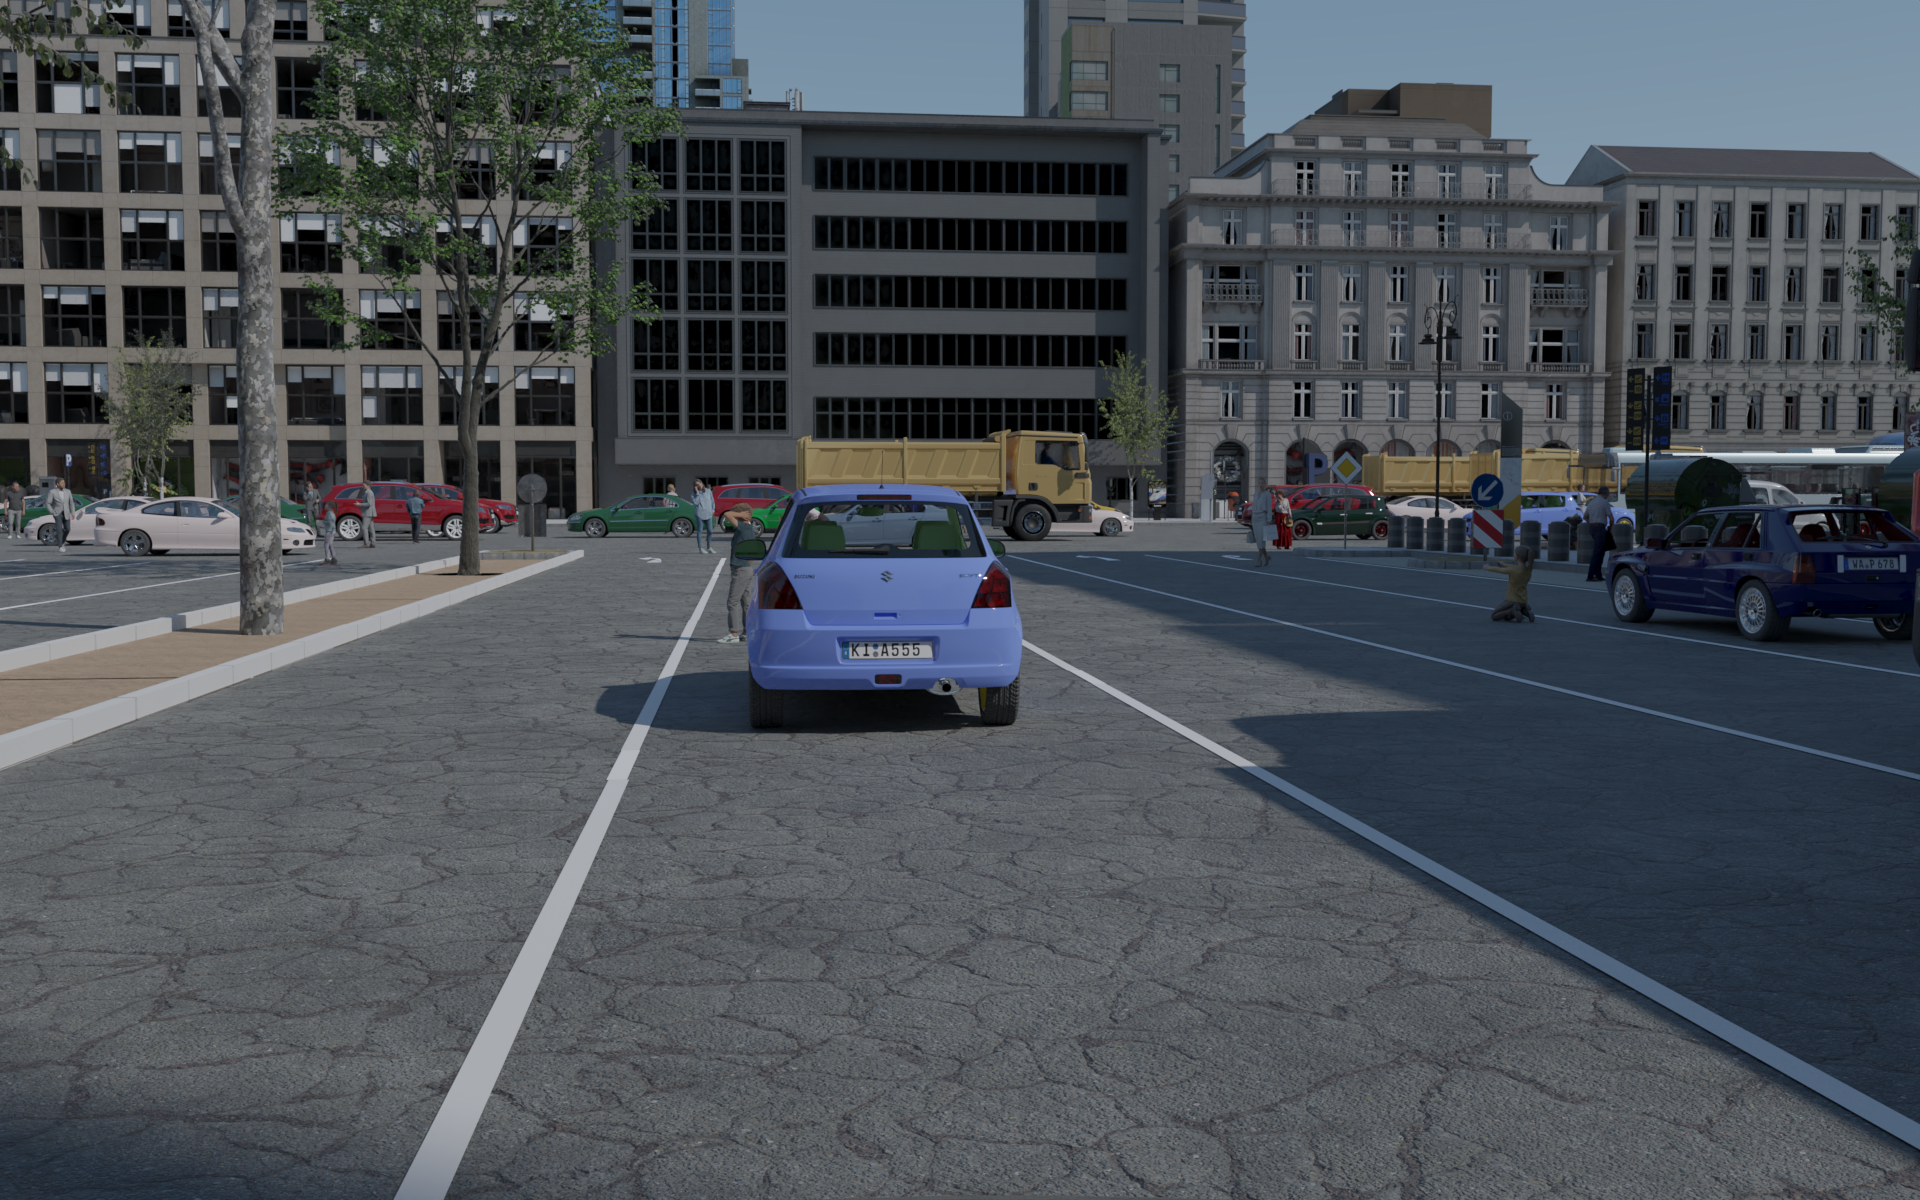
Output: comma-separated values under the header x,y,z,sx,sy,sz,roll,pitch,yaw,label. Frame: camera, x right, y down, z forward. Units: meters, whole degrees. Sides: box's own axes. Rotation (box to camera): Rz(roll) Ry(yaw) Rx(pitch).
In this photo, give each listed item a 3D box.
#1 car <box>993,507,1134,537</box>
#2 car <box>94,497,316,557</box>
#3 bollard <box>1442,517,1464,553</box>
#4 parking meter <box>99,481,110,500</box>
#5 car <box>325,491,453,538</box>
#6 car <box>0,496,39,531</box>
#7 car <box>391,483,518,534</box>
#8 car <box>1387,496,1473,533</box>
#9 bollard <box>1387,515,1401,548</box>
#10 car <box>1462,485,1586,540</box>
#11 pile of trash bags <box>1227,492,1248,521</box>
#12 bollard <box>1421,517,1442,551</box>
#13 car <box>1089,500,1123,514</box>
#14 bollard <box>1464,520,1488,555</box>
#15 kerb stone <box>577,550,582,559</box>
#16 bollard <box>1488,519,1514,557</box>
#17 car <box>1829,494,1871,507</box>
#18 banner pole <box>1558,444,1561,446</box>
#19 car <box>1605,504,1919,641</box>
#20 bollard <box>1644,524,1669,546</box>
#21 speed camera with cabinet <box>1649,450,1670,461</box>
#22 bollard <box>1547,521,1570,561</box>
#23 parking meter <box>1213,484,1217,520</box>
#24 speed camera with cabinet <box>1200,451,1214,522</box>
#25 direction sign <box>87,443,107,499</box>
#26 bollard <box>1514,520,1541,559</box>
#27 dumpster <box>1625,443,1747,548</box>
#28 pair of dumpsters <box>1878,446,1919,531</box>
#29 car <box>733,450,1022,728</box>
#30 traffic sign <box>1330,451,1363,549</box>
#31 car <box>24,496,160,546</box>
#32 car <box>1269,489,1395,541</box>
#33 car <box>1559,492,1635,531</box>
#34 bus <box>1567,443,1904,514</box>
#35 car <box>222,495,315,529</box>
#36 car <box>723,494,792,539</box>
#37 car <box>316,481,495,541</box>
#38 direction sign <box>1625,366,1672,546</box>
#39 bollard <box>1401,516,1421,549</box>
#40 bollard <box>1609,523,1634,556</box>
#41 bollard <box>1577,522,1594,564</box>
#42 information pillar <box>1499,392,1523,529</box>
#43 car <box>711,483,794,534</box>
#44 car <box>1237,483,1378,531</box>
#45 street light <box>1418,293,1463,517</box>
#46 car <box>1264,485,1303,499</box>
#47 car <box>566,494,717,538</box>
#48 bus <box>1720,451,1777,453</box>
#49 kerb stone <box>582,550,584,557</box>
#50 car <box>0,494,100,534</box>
x,y,z,sx,sy,sz,roll,pitch,yaw,label
3.503,-2.840,58.798,4.827,1.381,2.083,-1,4,-8,car
-17.666,-1.729,40.629,4.827,1.381,2.083,0,4,-8,car
10.882,-1.420,37.938,0.404,0.777,0.398,0,3,0,bollard
-38.362,-4.400,77.645,0.255,1.863,0.399,2,4,33,parking meter
-18.663,-2.950,57.272,4.494,1.783,2.155,0,4,-6,car
-35.479,-3.386,67.725,4.827,1.381,2.083,0,4,-8,car
-18.800,-3.328,63.078,5.304,1.827,2.281,-1,4,-9,car
17.676,-3.223,65.059,4.827,1.381,2.083,0,4,-8,car
10.457,-1.640,41.530,0.404,0.777,0.398,0,3,0,bollard
17.137,-2.648,52.889,3.694,1.707,1.945,0,4,-6,car
13.738,-4.434,82.251,1.912,1.369,3.447,-2,4,-25,pile of trash bags
10.744,-1.493,39.134,0.404,0.777,0.398,0,3,0,bollard
4.561,-3.564,68.487,3.980,1.641,2.015,0,4,-8,car
11.031,-1.347,36.745,0.404,0.777,0.398,0,3,0,bollard
-8.489,-0.973,38.112,0.120,0.150,1.000,0,4,-7,kerb stone
11.169,-1.273,35.532,0.404,0.777,0.398,0,3,0,bollard
28.567,-2.660,53.272,4.222,1.686,2.009,0,4,-6,car
29.938,-5.877,86.101,0.863,3.779,0.401,-1,4,-23,banner pole
8.405,-0.347,18.261,1.945,1.354,3.894,0,4,-7,car
11.878,-0.907,29.547,0.404,0.777,0.398,0,3,0,bollard
16.034,-2.723,38.858,0.660,3.252,2.038,0,4,7,speed camera with cabinet
11.456,-1.126,33.134,0.404,0.777,0.398,0,3,0,bollard
12.424,-4.874,85.399,0.399,1.863,0.255,3,5,44,parking meter
11.492,-5.280,80.671,0.660,3.252,2.038,0,4,7,speed camera with cabinet
-38.046,-5.164,76.434,0.379,3.537,0.876,2,4,32,direction sign
11.309,-1.200,34.336,0.404,0.777,0.398,0,3,0,bollard
14.127,-1.910,33.725,1.502,2.255,1.985,0,4,-7,dumpster
14.285,-1.252,22.967,1.574,2.255,4.437,0,4,-7,pair of dumpsters
-0.601,-0.146,11.976,1.945,1.707,3.694,0,4,-6,car
8.992,-2.247,40.388,0.795,2.450,0.064,0,4,-7,traffic sign
-23.701,-2.227,48.765,4.827,1.381,2.083,0,4,-7,car
11.615,-2.721,54.277,4.222,1.686,2.009,0,4,-7,car
21.886,-3.133,60.810,3.694,1.707,1.945,0,4,-8,car
29.211,-4.324,65.561,13.247,3.499,2.948,0,4,-8,bus
-24.521,-2.902,59.249,4.920,1.459,2.131,0,4,-7,car
-5.344,-2.911,56.383,4.718,1.807,1.959,0,4,-7,car
-17.153,-2.754,53.693,5.304,1.827,2.281,0,4,-7,car
12.315,-2.388,31.044,0.379,3.537,0.876,-2,4,-35,direction sign
10.600,-1.566,40.329,0.404,0.777,0.398,0,3,0,bollard
11.738,-0.980,30.743,0.404,0.777,0.398,0,3,0,bollard
11.592,-1.053,31.936,0.404,0.777,0.398,0,3,0,bollard
12.583,-2.952,39.620,0.504,3.616,0.183,1,4,9,information pillar
-6.926,-3.362,63.634,5.304,1.827,2.281,-1,4,-8,car
12.689,-3.303,62.683,5.304,1.827,2.281,0,4,-5,car
11.077,-4.116,40.084,0.468,5.910,1.993,0,4,-7,street light
13.462,-3.786,70.570,2.281,1.827,5.304,0,4,-7,car
-10.533,-2.786,57.353,4.920,1.459,2.131,0,4,-6,car
39.908,-4.965,76.030,13.247,3.499,2.948,0,4,-7,bus
-8.613,-1.036,39.132,0.120,0.150,1.000,0,4,-7,kerb stone
-33.416,-3.186,63.888,4.920,1.459,2.131,0,4,-8,car
